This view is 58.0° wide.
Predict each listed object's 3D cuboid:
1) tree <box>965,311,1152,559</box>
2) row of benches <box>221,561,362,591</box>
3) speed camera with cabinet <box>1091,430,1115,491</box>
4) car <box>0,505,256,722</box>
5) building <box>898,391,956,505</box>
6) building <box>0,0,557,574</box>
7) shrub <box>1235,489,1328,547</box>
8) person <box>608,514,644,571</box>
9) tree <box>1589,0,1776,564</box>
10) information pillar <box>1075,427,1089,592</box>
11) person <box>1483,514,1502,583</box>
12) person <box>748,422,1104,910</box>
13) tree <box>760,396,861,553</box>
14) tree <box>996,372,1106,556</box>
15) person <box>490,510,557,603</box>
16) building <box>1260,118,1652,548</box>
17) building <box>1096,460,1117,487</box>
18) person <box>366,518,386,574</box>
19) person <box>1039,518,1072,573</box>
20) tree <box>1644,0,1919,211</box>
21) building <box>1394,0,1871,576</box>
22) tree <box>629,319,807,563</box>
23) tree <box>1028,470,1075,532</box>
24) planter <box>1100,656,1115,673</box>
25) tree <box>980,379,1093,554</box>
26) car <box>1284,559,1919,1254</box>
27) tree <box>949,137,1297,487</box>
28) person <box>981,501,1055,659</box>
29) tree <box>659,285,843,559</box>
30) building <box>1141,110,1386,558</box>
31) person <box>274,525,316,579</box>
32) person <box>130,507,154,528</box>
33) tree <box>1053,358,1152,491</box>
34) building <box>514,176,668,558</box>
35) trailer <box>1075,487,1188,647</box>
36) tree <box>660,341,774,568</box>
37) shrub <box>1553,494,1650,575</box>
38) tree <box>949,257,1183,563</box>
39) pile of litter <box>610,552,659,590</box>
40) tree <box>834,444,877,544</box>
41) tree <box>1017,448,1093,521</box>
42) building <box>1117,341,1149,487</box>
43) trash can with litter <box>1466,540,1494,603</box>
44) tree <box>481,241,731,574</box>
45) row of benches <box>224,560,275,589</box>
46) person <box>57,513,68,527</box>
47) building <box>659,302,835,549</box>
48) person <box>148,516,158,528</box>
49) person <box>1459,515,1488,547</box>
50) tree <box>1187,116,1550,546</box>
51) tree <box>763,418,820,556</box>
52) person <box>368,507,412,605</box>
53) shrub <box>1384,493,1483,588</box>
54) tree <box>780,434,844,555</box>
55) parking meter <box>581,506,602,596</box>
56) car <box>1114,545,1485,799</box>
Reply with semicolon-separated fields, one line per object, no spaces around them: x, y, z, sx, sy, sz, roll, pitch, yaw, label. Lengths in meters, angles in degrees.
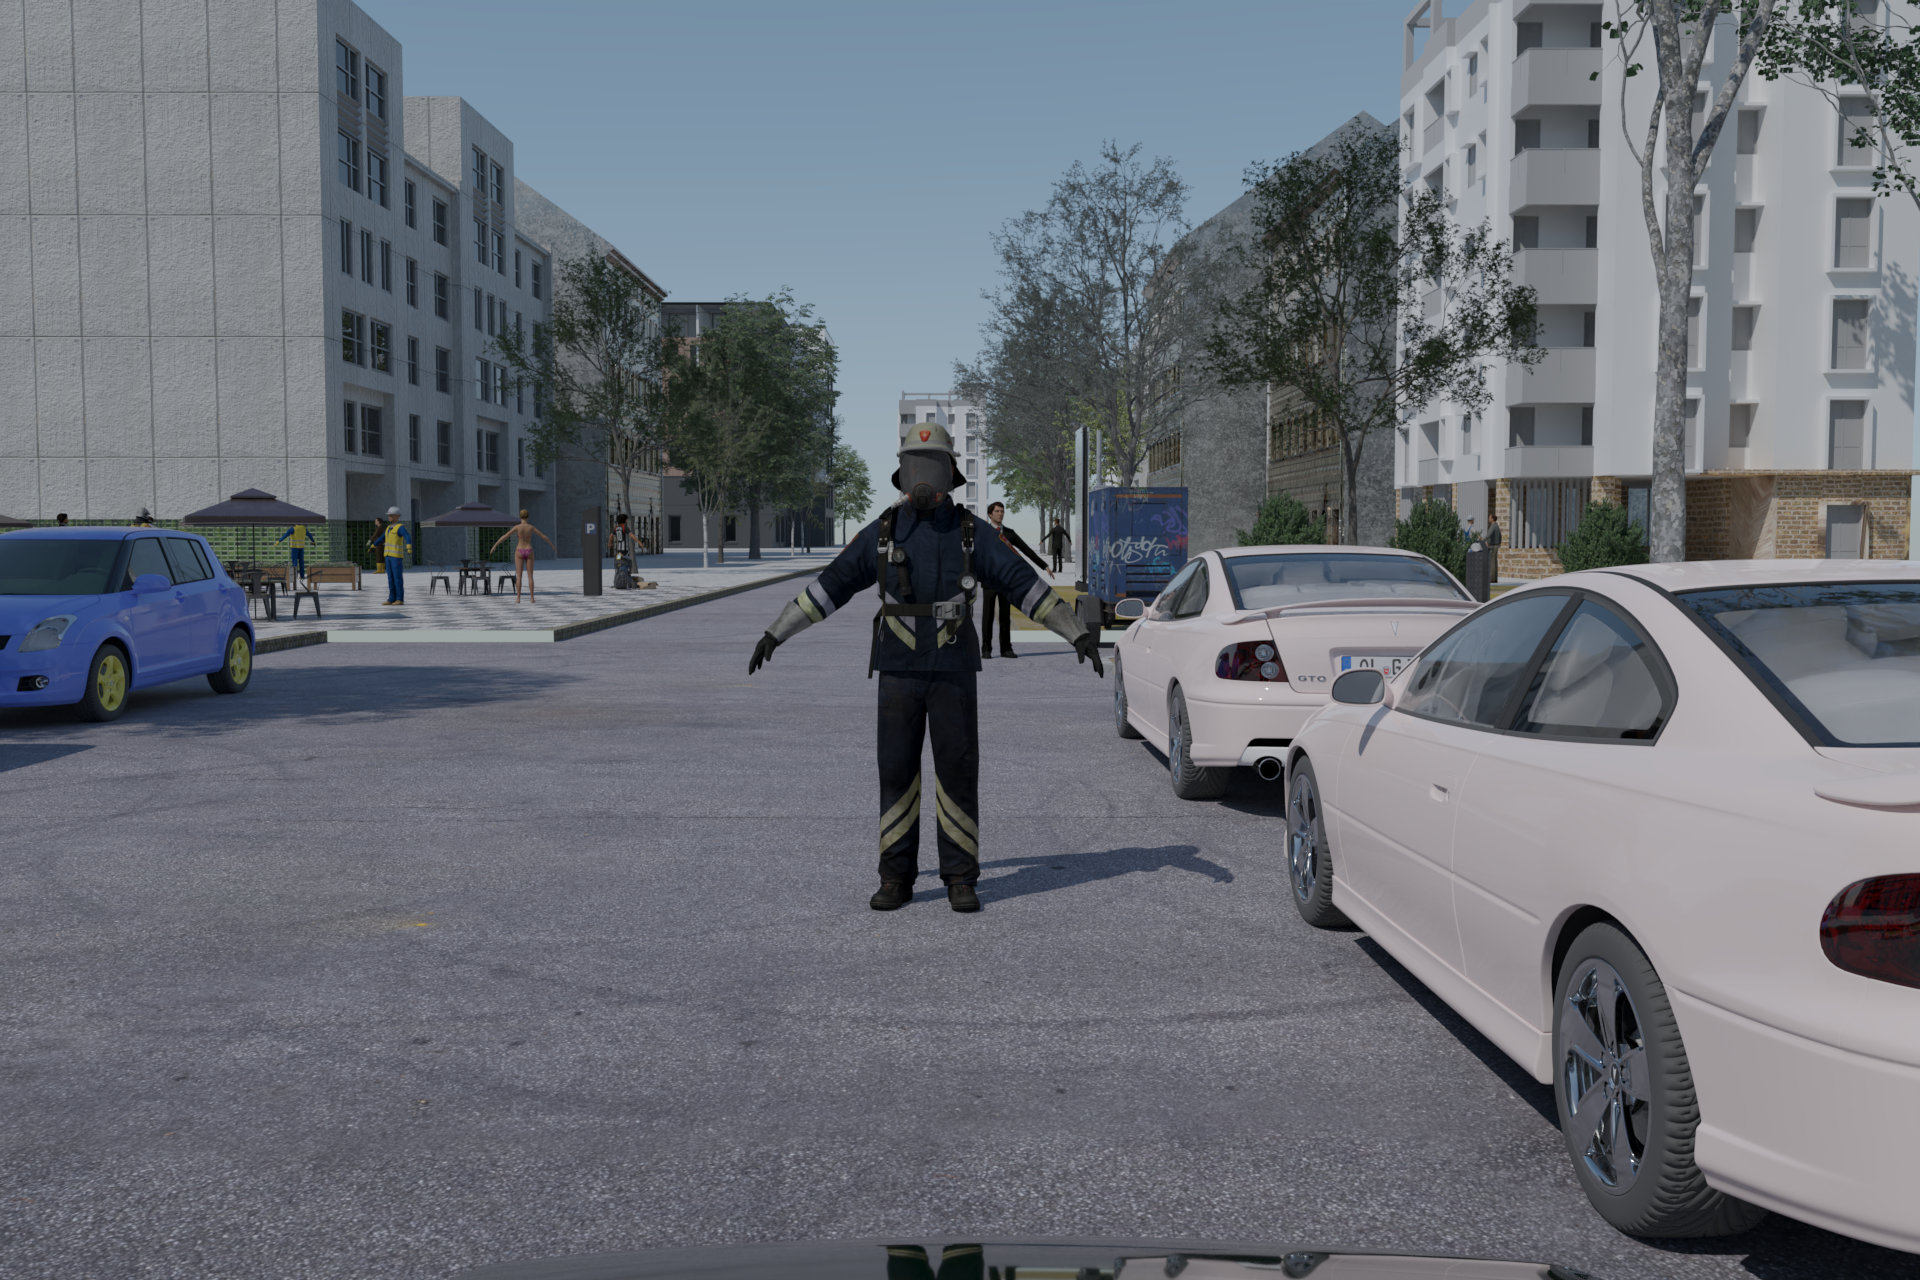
5.322;-11.016;90.476;12.009;13.543;11.850;0;3;0;tree
-15.557;-1.452;39.210;4.104;0.672;1.422;0;4;-6;row of benches
2.856;-2.327;32.379;0.660;3.252;2.038;0;4;-1;speed camera with cabinet
-7.307;-0.288;14.304;1.945;1.707;3.694;0;4;0;car
-7.590;-22.153;221.077;11.380;20.090;16.016;0;4;7;building
-28.511;-12.468;70.314;16.747;18.905;31.486;0;4;0;building
5.680;-1.620;30.521;1.661;2.075;1.752;0;3;0;shrub
-8.971;-2.453;46.249;1.345;1.843;0.704;3;4;37;person
10.083;-10.053;20.260;12.611;20.169;13.585;0;3;0;tree
2.740;-2.909;38.871;0.184;3.620;1.656;0;4;-1;information pillar
13.900;-2.384;45.248;0.705;1.796;1.348;3;4;39;person
-0.126;0.098;6.630;1.354;1.856;0.705;0;4;6;person
-10.528;-11.192;117.398;8.767;10.594;7.601;2;4;32;tree
5.558;-10.838;102.961;9.928;11.665;9.643;0;3;0;tree
-8.104;-1.554;32.219;1.217;1.733;0.721;-1;4;-19;person
25.079;-15.232;79.966;19.493;23.208;18.063;0;4;0;building
20.924;-15.453;194.808;9.099;9.664;28.070;0;4;0;building
-18.724;-3.037;55.799;0.704;1.812;1.346;0;4;6;person
3.199;-3.121;57.258;1.346;1.802;0.704;-2;4;-33;person
21.976;-11.226;39.431;12.611;20.169;13.585;0;3;0;tree
20.928;-12.533;61.331;16.016;20.090;11.380;0;4;0;building
-10.656;-8.662;76.042;8.767;10.594;7.601;0;4;5;tree
5.913;-10.492;121.905;4.737;8.622;4.395;0;3;0;tree
2.474;0.166;18.432;1.991;0.319;1.994;0;4;0;planter
4.979;-11.892;112.563;7.486;12.596;7.792;0;3;0;tree
2.213;0.454;4.933;2.083;1.381;4.827;0;4;-1;car
5.149;-8.743;53.322;12.009;13.543;11.850;0;3;0;tree
0.435;-0.694;19.993;1.347;1.806;0.705;-1;4;-18;person
-10.666;-11.137;88.741;9.857;13.997;8.962;0;3;0;tree
20.968;-16.423;99.443;19.493;23.208;18.063;0;4;0;building
-18.942;-2.661;49.473;0.705;1.833;1.349;2;4;33;person
-17.355;-1.901;36.851;1.354;1.858;0.705;1;4;22;person
5.717;-7.162;67.462;4.737;8.622;4.395;0;3;0;tree
-27.993;-16.458;100.010;19.493;23.208;18.063;0;4;-1;building
2.244;-0.971;22.925;1.471;1.999;3.904;0;4;-1;trailer
-9.806;-7.057;65.747;4.360;8.622;3.978;0;3;0;tree
11.965;-1.703;32.270;1.690;2.028;1.600;0;3;0;shrub
4.713;-10.190;76.974;12.009;13.543;11.850;0;3;0;tree
-7.637;-1.625;40.533;1.176;0.858;1.719;0;4;-1;pile of litter
-14.116;-18.273;216.890;7.486;12.596;7.792;0;3;0;tree
11.930;-18.648;215.260;12.009;13.543;11.850;0;3;0;tree
24.488;-18.095;162.314;16.747;18.905;31.486;0;4;0;building
5.785;-0.504;19.304;1.678;1.210;2.233;0;4;0;trash can with litter
-10.813;-7.411;55.578;7.601;10.594;8.767;1;4;21;tree
-18.192;-1.552;40.840;4.104;0.672;1.422;1;4;11;row of benches
-19.465;-1.901;37.802;1.216;1.740;0.721;3;4;37;person
-27.233;-19.873;168.891;27.936;21.610;32.646;0;4;0;building
-23.916;-2.751;51.158;1.347;1.806;0.705;-2;4;-31;person
14.957;-2.743;50.706;0.705;1.847;1.347;-1;4;-22;person
8.826;-6.331;37.926;8.767;10.594;7.601;2;4;33;tree
-9.654;-9.185;100.537;4.360;8.622;3.978;0;3;0;tree
-10.245;-1.511;31.173;1.216;1.772;0.721;3;4;36;person
8.527;-1.639;31.223;1.690;2.028;1.600;0;3;0;shrub
-9.976;-9.621;107.672;4.360;8.622;3.978;0;3;0;tree
-7.664;-1.854;36.023;0.399;1.863;0.255;0;4;1;parking meter
2.060;0.099;10.751;2.083;1.381;4.827;0;4;-1;car
